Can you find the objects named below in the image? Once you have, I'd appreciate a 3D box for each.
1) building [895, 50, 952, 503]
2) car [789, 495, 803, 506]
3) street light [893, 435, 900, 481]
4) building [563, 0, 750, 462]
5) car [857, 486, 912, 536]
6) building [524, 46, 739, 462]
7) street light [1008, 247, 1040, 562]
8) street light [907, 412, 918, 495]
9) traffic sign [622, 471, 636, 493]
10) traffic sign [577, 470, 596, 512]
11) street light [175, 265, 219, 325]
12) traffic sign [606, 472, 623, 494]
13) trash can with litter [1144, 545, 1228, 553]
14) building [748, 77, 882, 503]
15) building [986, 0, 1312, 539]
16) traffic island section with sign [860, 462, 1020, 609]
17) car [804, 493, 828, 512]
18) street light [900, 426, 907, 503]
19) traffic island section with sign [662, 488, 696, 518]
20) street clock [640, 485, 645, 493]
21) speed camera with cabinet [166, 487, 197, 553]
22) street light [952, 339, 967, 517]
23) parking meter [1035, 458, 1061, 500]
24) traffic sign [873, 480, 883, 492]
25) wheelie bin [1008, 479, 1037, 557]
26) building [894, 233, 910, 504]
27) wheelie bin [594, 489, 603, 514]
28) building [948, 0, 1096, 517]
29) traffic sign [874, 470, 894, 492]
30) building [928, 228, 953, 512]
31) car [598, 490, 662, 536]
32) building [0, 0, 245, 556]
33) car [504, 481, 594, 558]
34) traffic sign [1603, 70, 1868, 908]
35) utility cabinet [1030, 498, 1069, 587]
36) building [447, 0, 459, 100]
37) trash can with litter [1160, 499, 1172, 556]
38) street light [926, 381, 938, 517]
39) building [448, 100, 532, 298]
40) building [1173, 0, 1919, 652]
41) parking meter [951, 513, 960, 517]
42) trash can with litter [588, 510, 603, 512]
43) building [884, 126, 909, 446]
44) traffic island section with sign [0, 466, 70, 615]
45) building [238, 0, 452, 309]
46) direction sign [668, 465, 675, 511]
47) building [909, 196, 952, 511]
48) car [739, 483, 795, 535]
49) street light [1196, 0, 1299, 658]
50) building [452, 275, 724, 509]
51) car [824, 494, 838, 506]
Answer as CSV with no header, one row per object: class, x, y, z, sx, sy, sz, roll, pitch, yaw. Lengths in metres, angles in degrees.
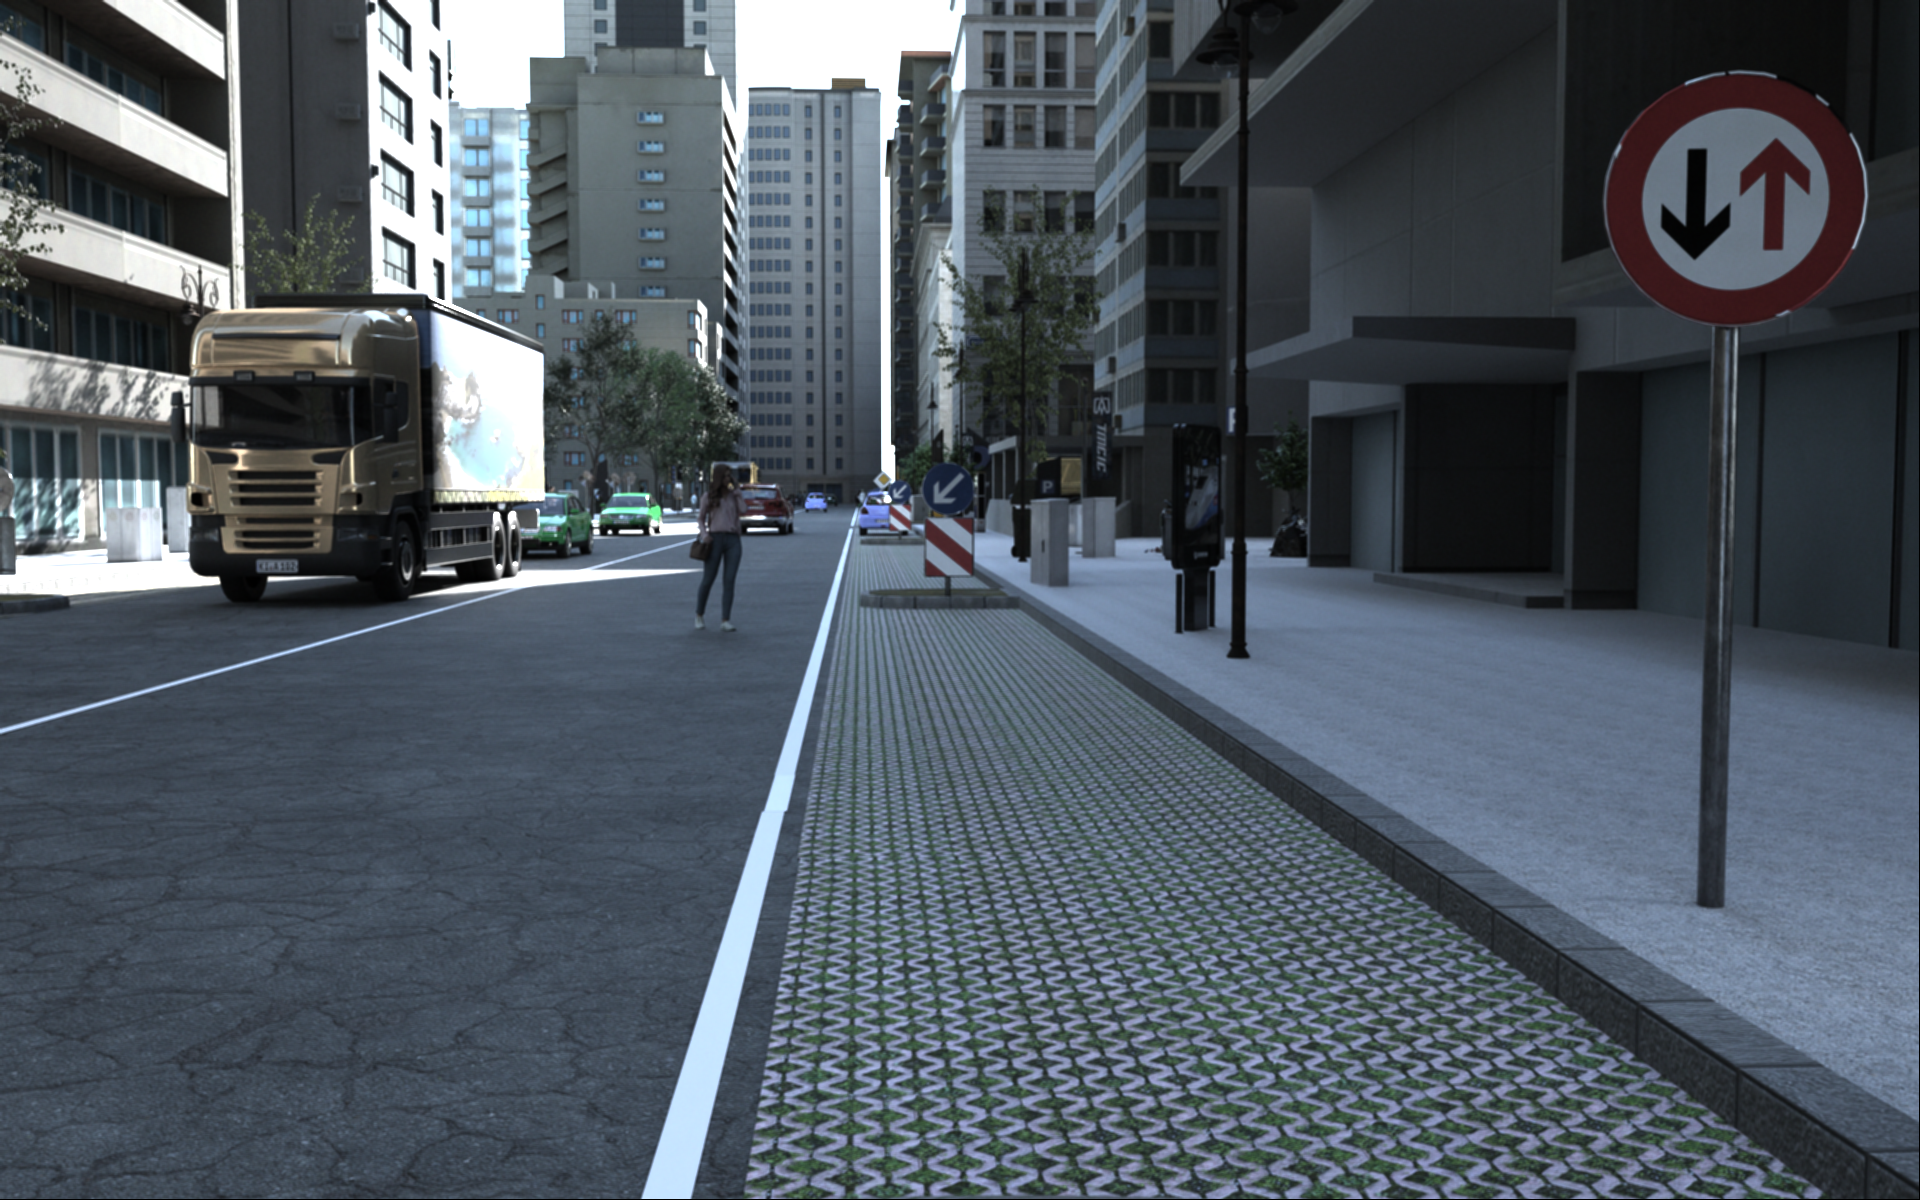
building,4.820,-31.587,171.068,22.147,44.769,28.867,0,4,-3
car,-20.516,-12.426,215.750,1.945,1.354,3.894,0,4,-1
street light,-4.767,-9.902,134.680,0.468,5.910,1.993,0,4,-3
building,-37.353,-47.635,217.080,20.611,71.187,20.563,0,4,-3
car,-2.652,-3.117,60.555,1.945,1.707,3.694,0,4,-2
building,-36.065,-34.768,192.154,21.300,48.544,21.600,0,4,-3
street light,1.190,-3.664,32.689,0.468,5.910,1.993,0,4,-3
street light,-2.551,-7.562,96.420,0.468,5.910,1.993,0,4,-3
traffic sign,-18.438,-5.896,96.503,0.768,2.556,0.104,0,4,1
traffic sign,-15.263,-4.110,70.839,0.795,2.450,0.064,0,4,-3
street light,-15.340,-3.813,35.130,0.468,5.910,1.993,0,4,-3
traffic sign,-15.719,-4.598,78.812,0.795,2.450,0.064,0,4,-3
trash can with litter,4.807,-1.660,38.206,1.678,1.210,2.233,-1,4,-16
building,-25.291,-43.156,247.604,28.212,58.520,21.231,0,4,-3
building,17.417,-22.281,56.177,32.217,40.220,23.993,0,4,-3
traffic island section with sign,-0.294,-0.841,22.372,1.989,1.847,2.006,0,4,-3
car,-11.371,-7.790,136.954,1.945,1.707,3.694,0,4,-5
street light,-3.582,-8.732,115.555,0.468,5.910,1.993,0,4,-3
traffic island section with sign,-16.819,-5.800,103.454,1.989,1.847,2.006,0,4,-3
street clock,-25.428,-8.193,138.518,0.471,2.002,0.358,1,4,16
speed camera with cabinet,-16.708,-2.706,38.575,0.660,3.252,2.038,1,4,19
street light,0.039,-4.834,51.817,0.468,5.910,1.993,0,4,-3
parking meter,1.416,-1.357,27.904,0.399,1.863,0.255,1,4,12
traffic sign,-3.593,-4.639,79.482,0.795,2.450,0.064,0,4,-3
wheelie bin,1.433,-1.676,35.304,0.980,1.594,0.693,2,4,29
building,-0.400,-25.809,193.671,14.160,30.474,14.107,0,4,-3
wheelie bin,-23.302,-6.311,111.093,0.693,1.594,0.980,-3,5,-41
building,14.603,-18.862,85.882,29.804,29.767,11.434,0,4,-3
traffic sign,-3.137,-4.151,71.510,0.795,2.450,0.064,0,4,-3
building,3.399,-16.009,116.502,10.420,20.320,16.860,0,4,-3
car,-11.644,-3.210,61.285,1.959,1.807,4.718,0,4,-3
building,-29.110,-25.098,34.053,21.300,48.544,21.600,0,4,-3
car,-9.637,-1.904,39.923,1.959,1.807,4.718,0,4,-2
traffic sign,2.342,-0.319,5.325,0.768,2.556,0.104,0,4,6
utility cabinet,1.256,-0.815,24.492,0.306,1.237,1.020,-1,4,-13
building,-83.812,-56.938,243.605,31.000,86.520,22.319,0,4,-3
trash can with litter,4.654,-1.492,35.782,1.055,1.170,0.624,1,4,9
street light,-1.137,-6.003,70.943,0.468,5.910,1.993,0,4,-3
building,-63.509,-36.340,213.764,30.456,49.044,23.786,0,4,-3
building,17.889,-26.190,17.448,28.713,52.752,27.495,0,4,-3
parking meter,-0.152,-3.173,60.288,0.372,1.533,0.369,0,3,0
trash can with litter,-26.827,-7.025,125.922,2.233,1.210,1.678,-1,4,-16
building,2.828,-40.627,253.488,27.495,52.752,28.713,0,4,-3
traffic island section with sign,-12.112,-0.764,21.121,1.989,1.847,2.006,0,4,-3
building,-26.160,-17.735,61.667,14.107,30.474,14.160,0,4,-3
direction sign,-22.468,-8.743,134.944,0.876,3.537,0.379,3,5,40
building,4.365,-18.755,139.931,16.112,22.955,30.059,0,4,-3
car,-7.101,-3.274,62.200,2.281,1.827,5.304,0,4,-2
street light,2.184,-2.485,13.418,0.468,5.910,1.993,0,4,-3
building,-37.811,-19.715,167.379,27.650,21.520,28.899,0,4,-3
car,-15.714,-12.039,208.631,2.131,1.459,4.920,0,4,-2
